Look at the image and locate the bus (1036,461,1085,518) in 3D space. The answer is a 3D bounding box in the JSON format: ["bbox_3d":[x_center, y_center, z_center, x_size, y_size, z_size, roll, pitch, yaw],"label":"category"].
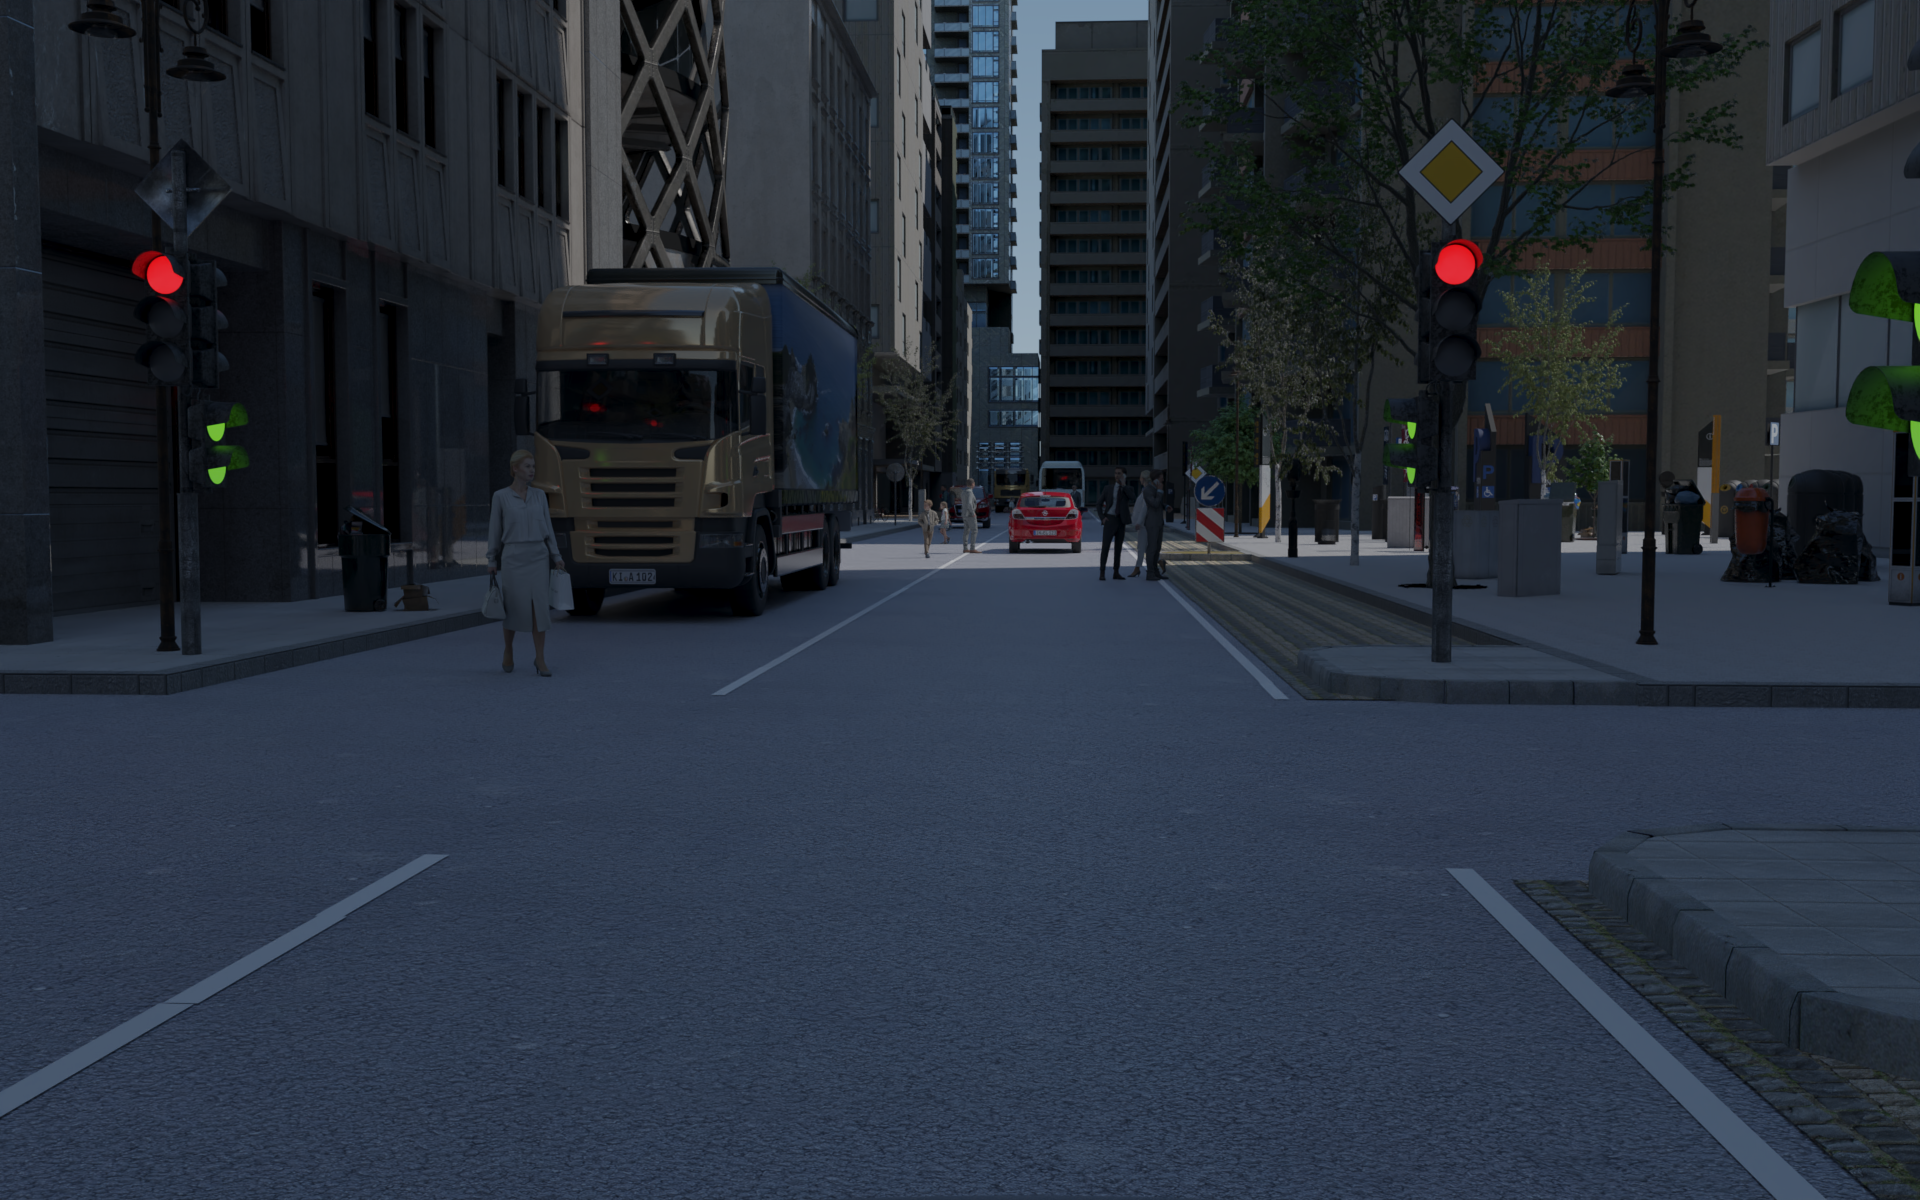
[{"bbox_3d":[6.004,-6.666,103.842,2.948,3.499,13.247,0,4,2],"label":"bus"}]

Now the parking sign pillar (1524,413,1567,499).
[{"bbox_3d":[19.442,-4.224,57.534,1.447,3.967,1.447,0,4,-8],"label":"parking sign pillar"}]

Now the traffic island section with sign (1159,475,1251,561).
[{"bbox_3d":[5.279,-1.784,37.789,1.989,1.847,2.006,0,4,4],"label":"traffic island section with sign"}]

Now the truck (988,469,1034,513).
[{"bbox_3d":[4.025,-8.432,133.783,3.469,3.379,9.791,0,4,3],"label":"truck"}]

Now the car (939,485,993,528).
[{"bbox_3d":[0.284,-3.988,73.871,2.281,1.827,5.304,0,4,2],"label":"car"}]

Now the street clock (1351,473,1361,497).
[{"bbox_3d":[12.693,-3.119,55.566,0.358,2.002,0.471,2,4,25],"label":"street clock"}]

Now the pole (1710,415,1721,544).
[{"bbox_3d":[19.531,-3.115,44.774,0.158,3.312,0.155,0,3,0],"label":"pole"}]

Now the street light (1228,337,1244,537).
[{"bbox_3d":[8.184,-4.792,51.133,0.468,5.910,1.993,0,4,4],"label":"street light"}]

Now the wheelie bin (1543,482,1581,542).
[{"bbox_3d":[16.061,-2.342,46.202,0.980,1.594,0.693,2,4,29],"label":"wheelie bin"}]

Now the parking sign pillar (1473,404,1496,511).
[{"bbox_3d":[15.464,-3.825,51.013,1.447,3.967,1.447,1,4,8],"label":"parking sign pillar"}]

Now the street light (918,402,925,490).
[{"bbox_3d":[-1.929,-7.009,87.377,0.468,5.910,1.993,0,4,4],"label":"street light"}]

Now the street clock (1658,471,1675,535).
[{"bbox_3d":[22.178,-3.048,54.413,0.471,2.002,0.358,1,4,12],"label":"street clock"}]

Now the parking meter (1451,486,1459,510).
[{"bbox_3d":[15.516,-2.822,54.547,0.372,1.533,0.369,0,3,0],"label":"parking meter"}]

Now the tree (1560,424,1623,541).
[{"bbox_3d":[17.501,-3.273,48.122,1.663,3.219,1.824,0,3,0],"label":"tree"}]

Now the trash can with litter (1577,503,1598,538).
[{"bbox_3d":[18.585,-2.406,50.720,0.624,1.170,1.055,-2,4,-34],"label":"trash can with litter"}]

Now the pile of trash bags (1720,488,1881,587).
[{"bbox_3d":[11.957,-0.935,25.037,1.912,1.369,3.447,3,5,43],"label":"pile of trash bags"}]

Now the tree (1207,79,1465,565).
[{"bbox_3d":[6.989,-4.940,31.131,4.360,8.622,3.978,0,3,0],"label":"tree"}]

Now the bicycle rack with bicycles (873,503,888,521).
[{"bbox_3d":[-4.993,-4.168,81.536,2.852,0.926,2.925,-2,4,-28],"label":"bicycle rack with bicycles"}]

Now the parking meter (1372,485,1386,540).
[{"bbox_3d":[11.800,-2.470,48.800,0.372,1.533,0.369,0,3,0],"label":"parking meter"}]

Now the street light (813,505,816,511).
[{"bbox_3d":[-4.267,-4.770,50.782,0.468,5.910,1.993,0,4,4],"label":"street light"}]

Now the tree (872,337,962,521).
[{"bbox_3d":[-2.119,-8.021,81.506,4.360,8.622,3.978,0,3,0],"label":"tree"}]

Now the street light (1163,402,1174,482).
[{"bbox_3d":[10.504,-7.008,87.371,0.468,5.910,1.993,0,4,4],"label":"street light"}]

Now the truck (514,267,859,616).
[{"bbox_3d":[-3.276,-2.132,23.770,2.839,4.237,11.283,0,4,3],"label":"truck"}]

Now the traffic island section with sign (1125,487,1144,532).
[{"bbox_3d":[7.040,-3.463,65.251,1.989,1.847,2.006,0,4,4],"label":"traffic island section with sign"}]

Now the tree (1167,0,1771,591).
[{"bbox_3d":[6.667,-5.974,23.430,9.928,11.665,9.643,0,3,0],"label":"tree"}]

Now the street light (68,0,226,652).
[{"bbox_3d":[-6.482,-2.521,14.004,0.468,5.910,1.993,0,4,4],"label":"street light"}]

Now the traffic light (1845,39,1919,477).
[{"bbox_3d":[3.152,-0.993,5.160,0.839,4.253,0.868,0,4,4],"label":"traffic light"}]

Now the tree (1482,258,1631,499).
[{"bbox_3d":[18.481,-6.337,53.967,4.737,8.622,4.395,0,3,0],"label":"tree"}]

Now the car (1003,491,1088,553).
[{"bbox_3d":[2.151,-2.110,43.535,2.155,1.783,4.494,0,4,3],"label":"car"}]

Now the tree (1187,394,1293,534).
[{"bbox_3d":[9.136,-4.412,55.846,4.285,4.588,4.351,0,3,0],"label":"tree"}]

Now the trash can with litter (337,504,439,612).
[{"bbox_3d":[-6.301,-0.470,19.079,1.055,1.170,0.624,-1,4,-18],"label":"trash can with litter"}]

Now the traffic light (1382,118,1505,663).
[{"bbox_3d":[3.662,-1.481,13.129,0.839,4.253,0.868,0,4,4],"label":"traffic light"}]

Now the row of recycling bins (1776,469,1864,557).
[{"bbox_3d":[15.029,-1.399,29.987,1.069,1.692,3.534,2,4,33],"label":"row of recycling bins"}]

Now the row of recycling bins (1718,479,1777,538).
[{"bbox_3d":[22.926,-2.618,49.923,1.069,1.692,3.534,0,4,0],"label":"row of recycling bins"}]

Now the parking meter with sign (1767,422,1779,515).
[{"bbox_3d":[20.379,-2.777,41.669,1.738,3.016,0.543,3,5,44],"label":"parking meter with sign"}]

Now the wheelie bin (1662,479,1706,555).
[{"bbox_3d":[15.380,-1.769,36.828,0.693,1.594,0.980,-1,4,-13],"label":"wheelie bin"}]

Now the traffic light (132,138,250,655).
[{"bbox_3d":[-6.131,-1.518,13.737,0.839,4.253,0.868,0,4,4],"label":"traffic light"}]

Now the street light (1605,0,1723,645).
[{"bbox_3d":[5.867,-2.558,14.614,0.468,5.910,1.993,0,4,4],"label":"street light"}]

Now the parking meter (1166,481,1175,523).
[{"bbox_3d":[9.491,-4.430,78.148,0.399,1.863,0.255,0,4,4],"label":"parking meter"}]

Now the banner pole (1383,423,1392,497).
[{"bbox_3d":[13.892,-4.053,56.279,0.401,3.779,0.863,0,4,-6],"label":"banner pole"}]

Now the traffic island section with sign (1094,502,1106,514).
[{"bbox_3d":[11.973,-8.170,142.210,1.989,1.847,2.006,0,4,4],"label":"traffic island section with sign"}]

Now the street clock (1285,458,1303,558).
[{"bbox_3d":[6.737,-1.861,35.000,0.358,2.002,0.471,1,4,17],"label":"street clock"}]

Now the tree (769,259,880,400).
[{"bbox_3d":[-4.969,-6.392,54.867,4.737,8.622,4.395,0,3,0],"label":"tree"}]

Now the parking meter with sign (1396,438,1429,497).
[{"bbox_3d":[14.281,-3.525,53.896,1.738,3.016,0.543,-3,5,-42],"label":"parking meter with sign"}]
